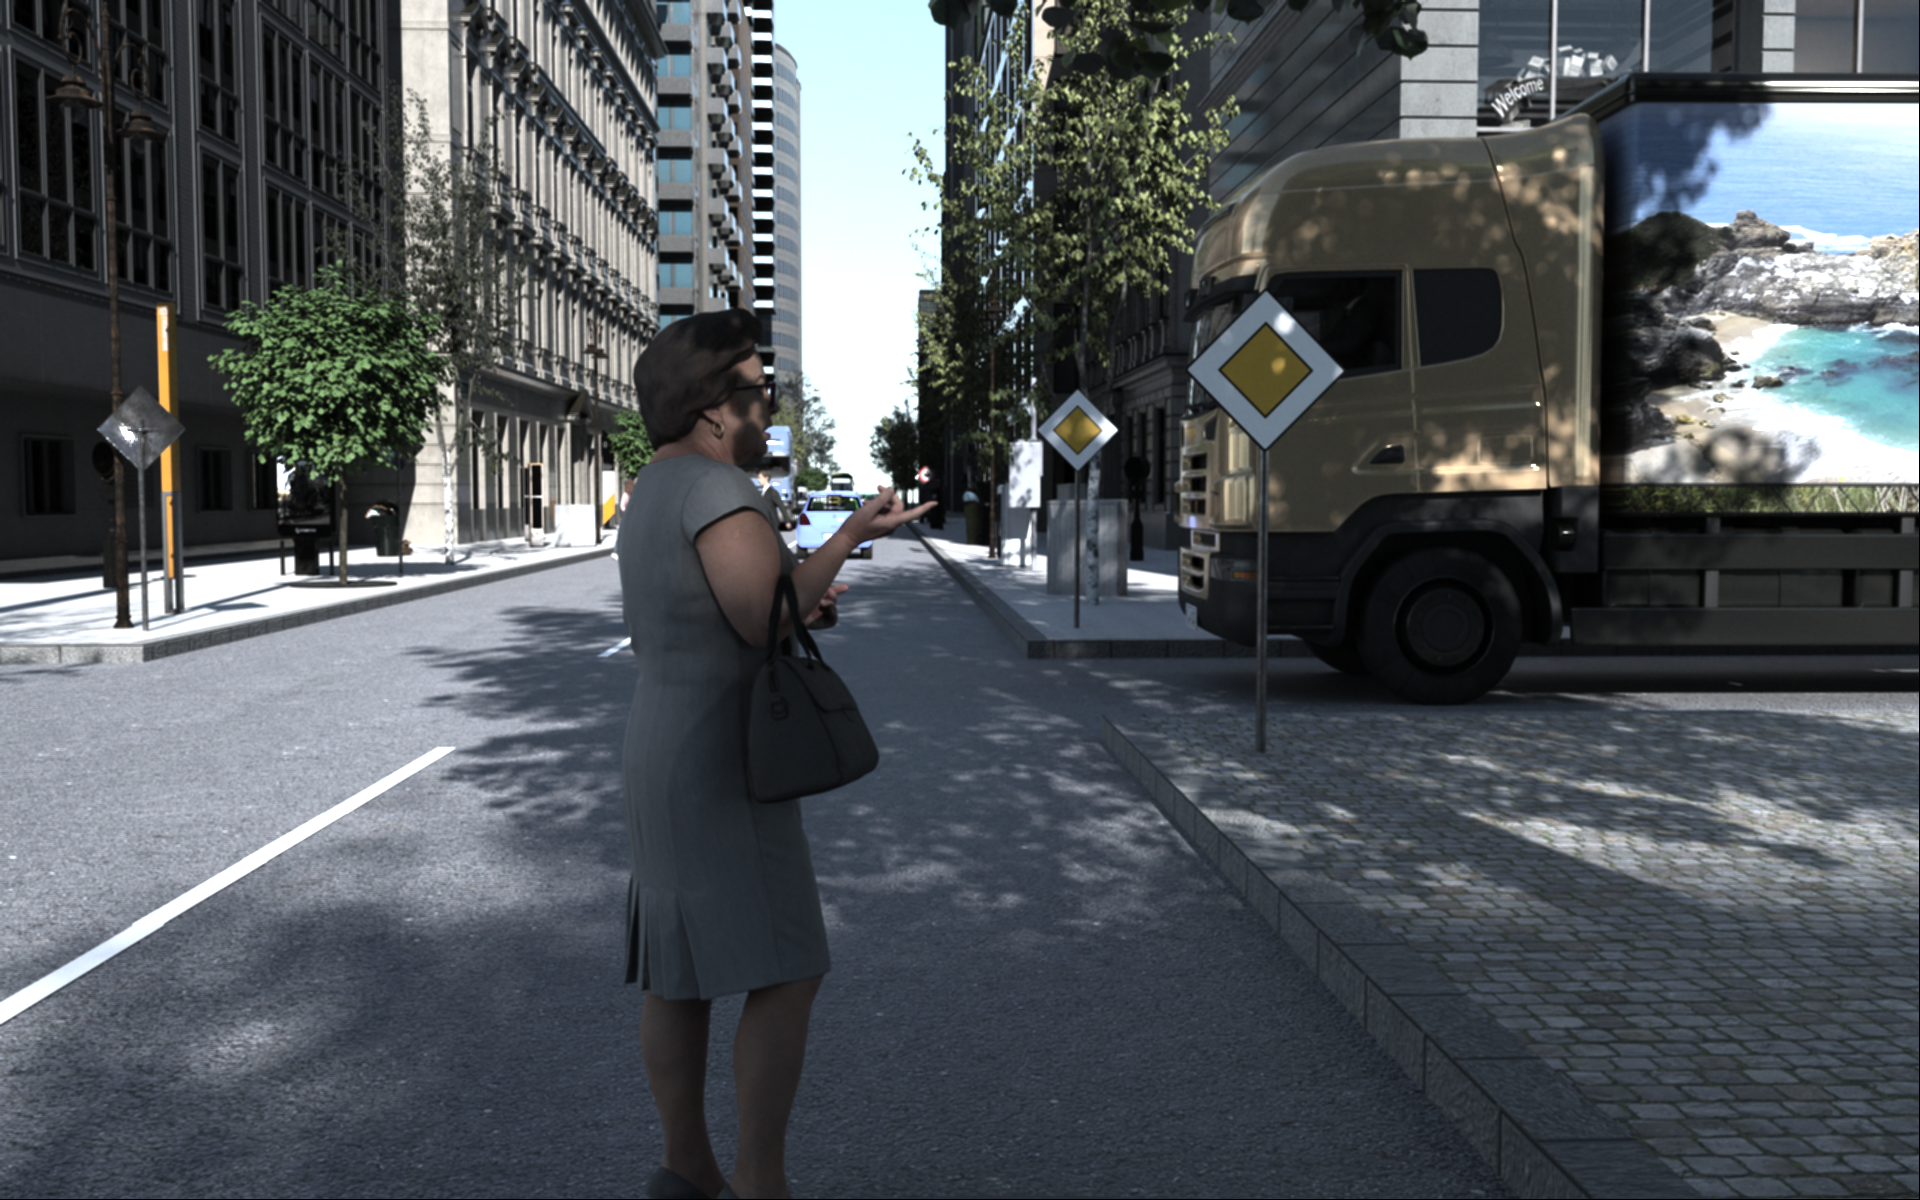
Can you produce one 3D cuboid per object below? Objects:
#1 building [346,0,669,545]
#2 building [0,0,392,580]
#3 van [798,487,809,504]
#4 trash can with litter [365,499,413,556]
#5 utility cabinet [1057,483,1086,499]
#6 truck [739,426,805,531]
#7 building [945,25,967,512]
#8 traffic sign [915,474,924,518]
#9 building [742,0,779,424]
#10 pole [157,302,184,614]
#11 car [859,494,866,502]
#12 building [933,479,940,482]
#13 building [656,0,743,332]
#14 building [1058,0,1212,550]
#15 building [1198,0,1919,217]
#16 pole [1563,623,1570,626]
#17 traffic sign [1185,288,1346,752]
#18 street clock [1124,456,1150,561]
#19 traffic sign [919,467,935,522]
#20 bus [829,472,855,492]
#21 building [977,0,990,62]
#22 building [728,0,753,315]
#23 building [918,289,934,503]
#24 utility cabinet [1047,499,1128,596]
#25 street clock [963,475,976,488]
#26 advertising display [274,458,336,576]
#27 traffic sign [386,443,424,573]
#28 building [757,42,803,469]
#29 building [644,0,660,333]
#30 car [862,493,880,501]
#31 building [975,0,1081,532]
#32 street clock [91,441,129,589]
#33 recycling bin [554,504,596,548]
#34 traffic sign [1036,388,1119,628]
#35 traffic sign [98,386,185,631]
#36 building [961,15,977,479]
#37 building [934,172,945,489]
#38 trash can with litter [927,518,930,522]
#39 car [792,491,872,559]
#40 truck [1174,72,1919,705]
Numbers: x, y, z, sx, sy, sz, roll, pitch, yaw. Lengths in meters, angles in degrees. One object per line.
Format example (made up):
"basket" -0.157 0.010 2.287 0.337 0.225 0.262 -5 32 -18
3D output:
"building" -21.584 -17.582 63.885 17.030 29.872 44.131 0 4 -3
"building" -19.915 -14.432 29.469 14.314 27.812 24.014 0 4 -3
"van" -9.205 -5.506 97.029 2.013 2.044 4.112 0 4 -3
"trash can with litter" -11.821 -1.502 35.949 0.624 1.170 1.055 0 4 7
"utility cabinet" 2.281 -1.644 35.560 0.318 1.500 1.173 1 4 20
"truck" -8.093 -5.161 74.139 2.967 4.110 18.799 0 4 -3
"building" 9.322 -36.343 136.213 21.231 58.520 28.212 0 4 -3
"traffic sign" -1.703 -4.860 80.652 0.795 2.450 0.064 0 4 1
"building" -30.261 -53.730 191.161 22.319 86.520 31.000 0 4 -3
"pole" -8.447 -1.510 18.528 0.158 3.312 0.155 0 3 0
"car" -7.108 -7.238 127.138 1.959 1.807 4.718 0 4 -3
"building" 11.936 -32.646 225.638 32.217 40.220 23.993 0 4 -3
"building" -28.019 -31.162 129.111 23.786 49.044 30.456 0 4 -3
"building" 8.961 -11.224 48.139 10.561 19.102 19.286 0 4 -3
"building" 19.235 -15.095 24.293 29.804 29.767 11.434 0 4 -3
"pole" 5.944 -1.402 16.774 0.158 3.312 0.155 0 3 0
"traffic sign" 1.495 -0.301 8.563 0.795 2.450 0.064 0 4 -3
"street clock" 3.407 -1.758 33.321 0.358 2.002 0.471 -3 5 -45
"traffic sign" -1.527 -4.899 80.205 0.768 2.556 0.104 0 4 4
"bus" -13.695 -12.783 200.554 2.896 3.916 12.252 0 4 -4
"building" 7.903 -25.551 101.351 14.154 41.232 14.086 0 4 -3
"building" -25.588 -30.675 151.651 14.600 45.320 14.200 0 4 -3
"building" 1.069 -28.915 244.458 14.160 30.474 14.107 0 4 -3
"utility cabinet" 1.611 -0.664 22.020 1.020 1.237 0.306 2 4 31
"street clock" 0.346 -3.611 63.604 0.471 2.002 0.358 0 4 5
"advertising display" -10.314 -1.351 27.305 0.974 1.923 0.123 1 4 11
"traffic sign" -9.062 -1.641 28.020 0.795 2.450 0.064 0 4 3
"building" -31.395 -41.606 222.252 21.231 58.520 28.212 0 4 -3
"building" -30.884 -25.086 102.041 32.217 40.220 23.993 0 4 -3
"car" -5.201 -6.075 108.118 1.959 1.807 4.718 0 4 -1
"building" 11.226 -16.546 75.037 19.350 26.468 34.151 0 4 -3
"street clock" -11.549 -1.163 23.580 0.471 2.002 0.358 2 4 26
"recycling bin" -9.276 -1.785 41.743 0.722 1.027 0.722 3 5 41
"traffic sign" 1.117 -0.789 16.539 0.795 2.450 0.064 0 4 -3
"traffic sign" -7.619 -0.765 16.147 0.795 2.450 0.064 0 4 -3
"building" 7.468 -28.454 115.338 14.600 45.320 14.200 0 4 -3
"building" 5.223 -23.628 158.019 14.160 30.474 14.107 0 4 -3
"trash can with litter" -1.170 -4.131 78.935 0.624 1.170 1.055 -1 4 -19
"car" -2.857 -1.818 39.318 1.945 1.707 3.694 0 4 -5
"truck" 6.662 -1.460 12.792 11.283 4.237 2.839 0 4 -1
